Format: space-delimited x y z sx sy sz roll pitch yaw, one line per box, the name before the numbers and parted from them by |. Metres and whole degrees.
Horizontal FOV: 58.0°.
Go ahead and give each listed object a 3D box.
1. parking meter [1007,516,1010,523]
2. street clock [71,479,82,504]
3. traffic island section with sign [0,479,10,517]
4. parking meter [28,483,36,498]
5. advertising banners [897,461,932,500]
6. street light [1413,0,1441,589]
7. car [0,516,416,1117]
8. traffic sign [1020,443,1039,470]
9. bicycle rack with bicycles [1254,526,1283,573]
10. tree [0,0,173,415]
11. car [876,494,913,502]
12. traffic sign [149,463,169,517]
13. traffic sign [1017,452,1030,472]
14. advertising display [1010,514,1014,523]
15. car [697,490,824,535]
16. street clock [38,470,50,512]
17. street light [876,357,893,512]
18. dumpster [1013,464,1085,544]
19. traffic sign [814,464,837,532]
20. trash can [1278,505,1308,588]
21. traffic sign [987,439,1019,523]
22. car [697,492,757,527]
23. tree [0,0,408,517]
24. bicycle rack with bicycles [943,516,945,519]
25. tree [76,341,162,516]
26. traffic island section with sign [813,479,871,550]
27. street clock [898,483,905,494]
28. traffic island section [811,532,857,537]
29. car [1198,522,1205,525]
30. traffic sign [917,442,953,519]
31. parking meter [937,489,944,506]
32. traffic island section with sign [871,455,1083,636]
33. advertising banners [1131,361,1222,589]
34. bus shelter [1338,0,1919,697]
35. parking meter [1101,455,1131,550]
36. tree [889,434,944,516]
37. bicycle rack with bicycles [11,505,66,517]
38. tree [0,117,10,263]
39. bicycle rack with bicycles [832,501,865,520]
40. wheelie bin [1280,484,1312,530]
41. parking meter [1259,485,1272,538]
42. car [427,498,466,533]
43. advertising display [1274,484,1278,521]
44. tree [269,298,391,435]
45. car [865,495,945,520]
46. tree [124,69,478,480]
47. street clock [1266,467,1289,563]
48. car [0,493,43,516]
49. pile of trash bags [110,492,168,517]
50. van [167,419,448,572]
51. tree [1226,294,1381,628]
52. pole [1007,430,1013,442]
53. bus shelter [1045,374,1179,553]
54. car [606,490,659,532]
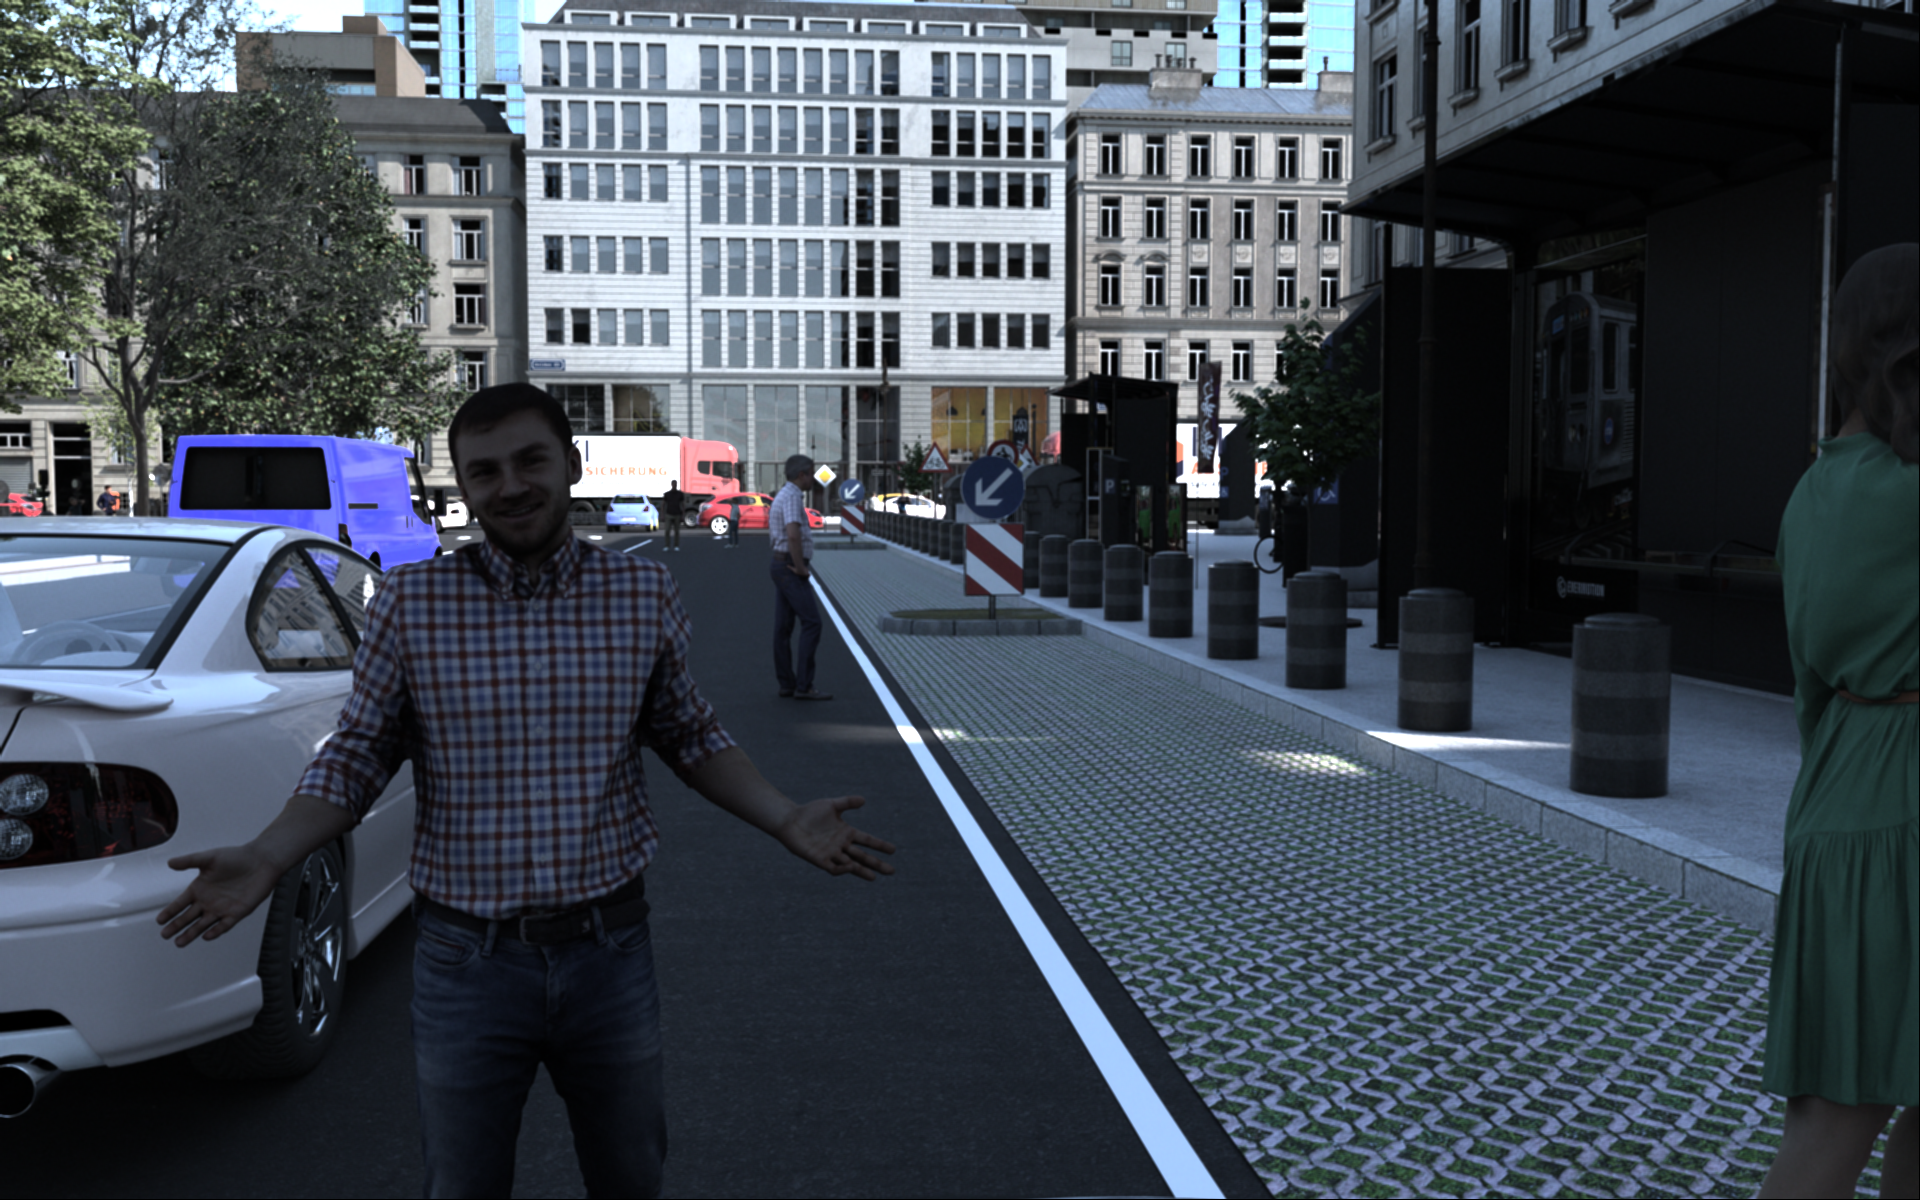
parking meter | 1.340 -2.354 46.904 0.372 1.533 0.369 0 3 0
street clock | -42.566 -4.827 83.498 0.471 2.002 0.358 2 4 28
traffic island section with sign | -24.060 -2.093 42.856 1.989 1.847 2.006 0 4 -7
parking meter | -47.131 -5.034 88.019 0.255 1.863 0.399 -1 4 -9
advertising banners | -2.420 -5.862 92.028 2.074 3.025 0.090 2 4 26
street light | 2.922 -2.324 10.783 0.468 5.910 1.993 0 4 -7
car | -2.631 0.417 5.548 2.083 1.381 4.827 0 4 -5
traffic sign | 1.692 -2.714 44.372 0.884 2.594 0.081 0 4 -3
bicycle rack with bicycles | 6.185 -0.885 27.848 2.925 0.926 2.852 0 4 -3
tree | -15.679 -6.402 25.262 7.486 12.596 7.792 0 3 0
car | -2.459 -4.401 82.184 3.980 1.641 2.015 0 4 -6
traffic sign | -25.931 -3.218 56.255 0.795 2.450 0.064 0 4 -7
traffic sign | 1.322 -2.524 42.448 0.795 2.450 0.064 0 4 -1
advertising display | 1.211 -2.079 39.198 0.123 1.923 0.974 0 4 0
car | -7.064 -3.203 61.404 4.494 1.783 2.155 0 4 -8
street clock | -27.182 -2.865 51.416 0.358 2.002 0.471 -2 4 -33
street light | -2.538 -5.240 58.456 0.468 5.910 1.993 0 4 -7
dumpster | 1.723 -1.723 33.927 1.264 1.857 1.865 0 4 -6
traffic sign | -4.577 -3.368 58.706 0.795 2.450 0.064 0 4 -7
trash can | 4.522 -0.669 22.594 0.748 1.137 0.748 0 3 0
traffic sign | 1.001 -2.467 40.440 0.768 2.556 0.104 0 4 -6
car | -10.277 -4.044 76.349 3.980 1.641 2.015 0 4 -7
tree | -16.803 -7.488 35.252 12.009 13.543 11.850 0 3 0
bicycle rack with bicycles | 0.838 -2.401 52.645 2.852 0.926 2.925 2 4 24
tree | -39.861 -8.104 82.868 4.737 8.622 4.395 0 3 0
traffic island section with sign | -2.954 -2.231 45.105 1.989 1.847 2.006 0 4 -7
street clock | -2.997 -5.153 88.816 0.358 2.002 0.471 1 4 17
traffic island section | -4.555 -2.233 58.786 2.009 0.180 2.903 0 4 -7
car | 12.751 -4.122 79.196 4.920 1.459 2.131 0 4 -5
traffic sign | -0.613 -2.622 42.870 0.884 2.594 0.081 0 4 3
parking meter | -1.023 -5.031 90.663 0.372 1.533 0.369 0 3 0
traffic island section with sign | 0.145 -0.593 18.328 1.989 1.847 2.006 0 4 -7
advertising banners | 2.945 -1.682 23.691 0.090 3.025 2.074 -2 4 -28
bus shelter | 4.312 -1.227 11.339 1.731 3.624 6.357 0 4 -7
parking meter | 2.307 -1.216 25.595 0.255 1.863 0.399 -3 5 -43
tree | -1.320 -3.751 55.936 1.663 3.219 1.824 0 3 0
bicycle rack with bicycles | -29.511 -2.529 54.732 2.925 0.926 2.852 3 4 36
tree | -14.723 -5.911 16.117 9.611 12.733 9.660 0 3 0
bicycle rack with bicycles | -5.150 -4.428 85.773 2.852 0.926 2.925 -1 4 -20
wheelie bin | 5.177 -1.080 25.567 0.693 1.594 0.980 -3 4 -36
parking meter | 8.937 -2.584 50.666 0.372 1.533 0.369 0 3 0
car | -20.436 -3.091 62.899 4.827 1.381 2.083 0 4 -8
advertising display | 10.999 -3.360 60.157 0.123 1.923 0.974 1 4 12
tree | -19.397 -6.168 53.672 4.360 8.622 3.978 0 3 0
car | -1.967 -4.073 78.958 4.827 1.381 2.083 0 4 -8
tree | -18.196 -7.764 46.414 9.611 12.733 9.660 0 3 0
street clock | 5.984 -1.704 32.437 0.471 2.002 0.358 0 4 0
car | -37.519 -3.512 66.458 4.494 1.783 2.155 0 4 -7
pile of trash bags | -41.738 -4.806 88.334 1.912 1.369 3.447 3 4 38
van | -7.491 -0.976 20.344 2.240 2.365 5.245 0 4 -5
tree | 3.338 -1.370 16.997 1.663 3.219 1.824 0 3 0
pole | 1.584 -3.761 55.343 0.158 3.312 0.155 0 3 0
bus shelter | 3.157 -2.797 37.017 1.731 3.624 6.357 0 4 -7
car | -12.509 -3.464 66.225 1.945 1.707 3.694 0 4 -5
